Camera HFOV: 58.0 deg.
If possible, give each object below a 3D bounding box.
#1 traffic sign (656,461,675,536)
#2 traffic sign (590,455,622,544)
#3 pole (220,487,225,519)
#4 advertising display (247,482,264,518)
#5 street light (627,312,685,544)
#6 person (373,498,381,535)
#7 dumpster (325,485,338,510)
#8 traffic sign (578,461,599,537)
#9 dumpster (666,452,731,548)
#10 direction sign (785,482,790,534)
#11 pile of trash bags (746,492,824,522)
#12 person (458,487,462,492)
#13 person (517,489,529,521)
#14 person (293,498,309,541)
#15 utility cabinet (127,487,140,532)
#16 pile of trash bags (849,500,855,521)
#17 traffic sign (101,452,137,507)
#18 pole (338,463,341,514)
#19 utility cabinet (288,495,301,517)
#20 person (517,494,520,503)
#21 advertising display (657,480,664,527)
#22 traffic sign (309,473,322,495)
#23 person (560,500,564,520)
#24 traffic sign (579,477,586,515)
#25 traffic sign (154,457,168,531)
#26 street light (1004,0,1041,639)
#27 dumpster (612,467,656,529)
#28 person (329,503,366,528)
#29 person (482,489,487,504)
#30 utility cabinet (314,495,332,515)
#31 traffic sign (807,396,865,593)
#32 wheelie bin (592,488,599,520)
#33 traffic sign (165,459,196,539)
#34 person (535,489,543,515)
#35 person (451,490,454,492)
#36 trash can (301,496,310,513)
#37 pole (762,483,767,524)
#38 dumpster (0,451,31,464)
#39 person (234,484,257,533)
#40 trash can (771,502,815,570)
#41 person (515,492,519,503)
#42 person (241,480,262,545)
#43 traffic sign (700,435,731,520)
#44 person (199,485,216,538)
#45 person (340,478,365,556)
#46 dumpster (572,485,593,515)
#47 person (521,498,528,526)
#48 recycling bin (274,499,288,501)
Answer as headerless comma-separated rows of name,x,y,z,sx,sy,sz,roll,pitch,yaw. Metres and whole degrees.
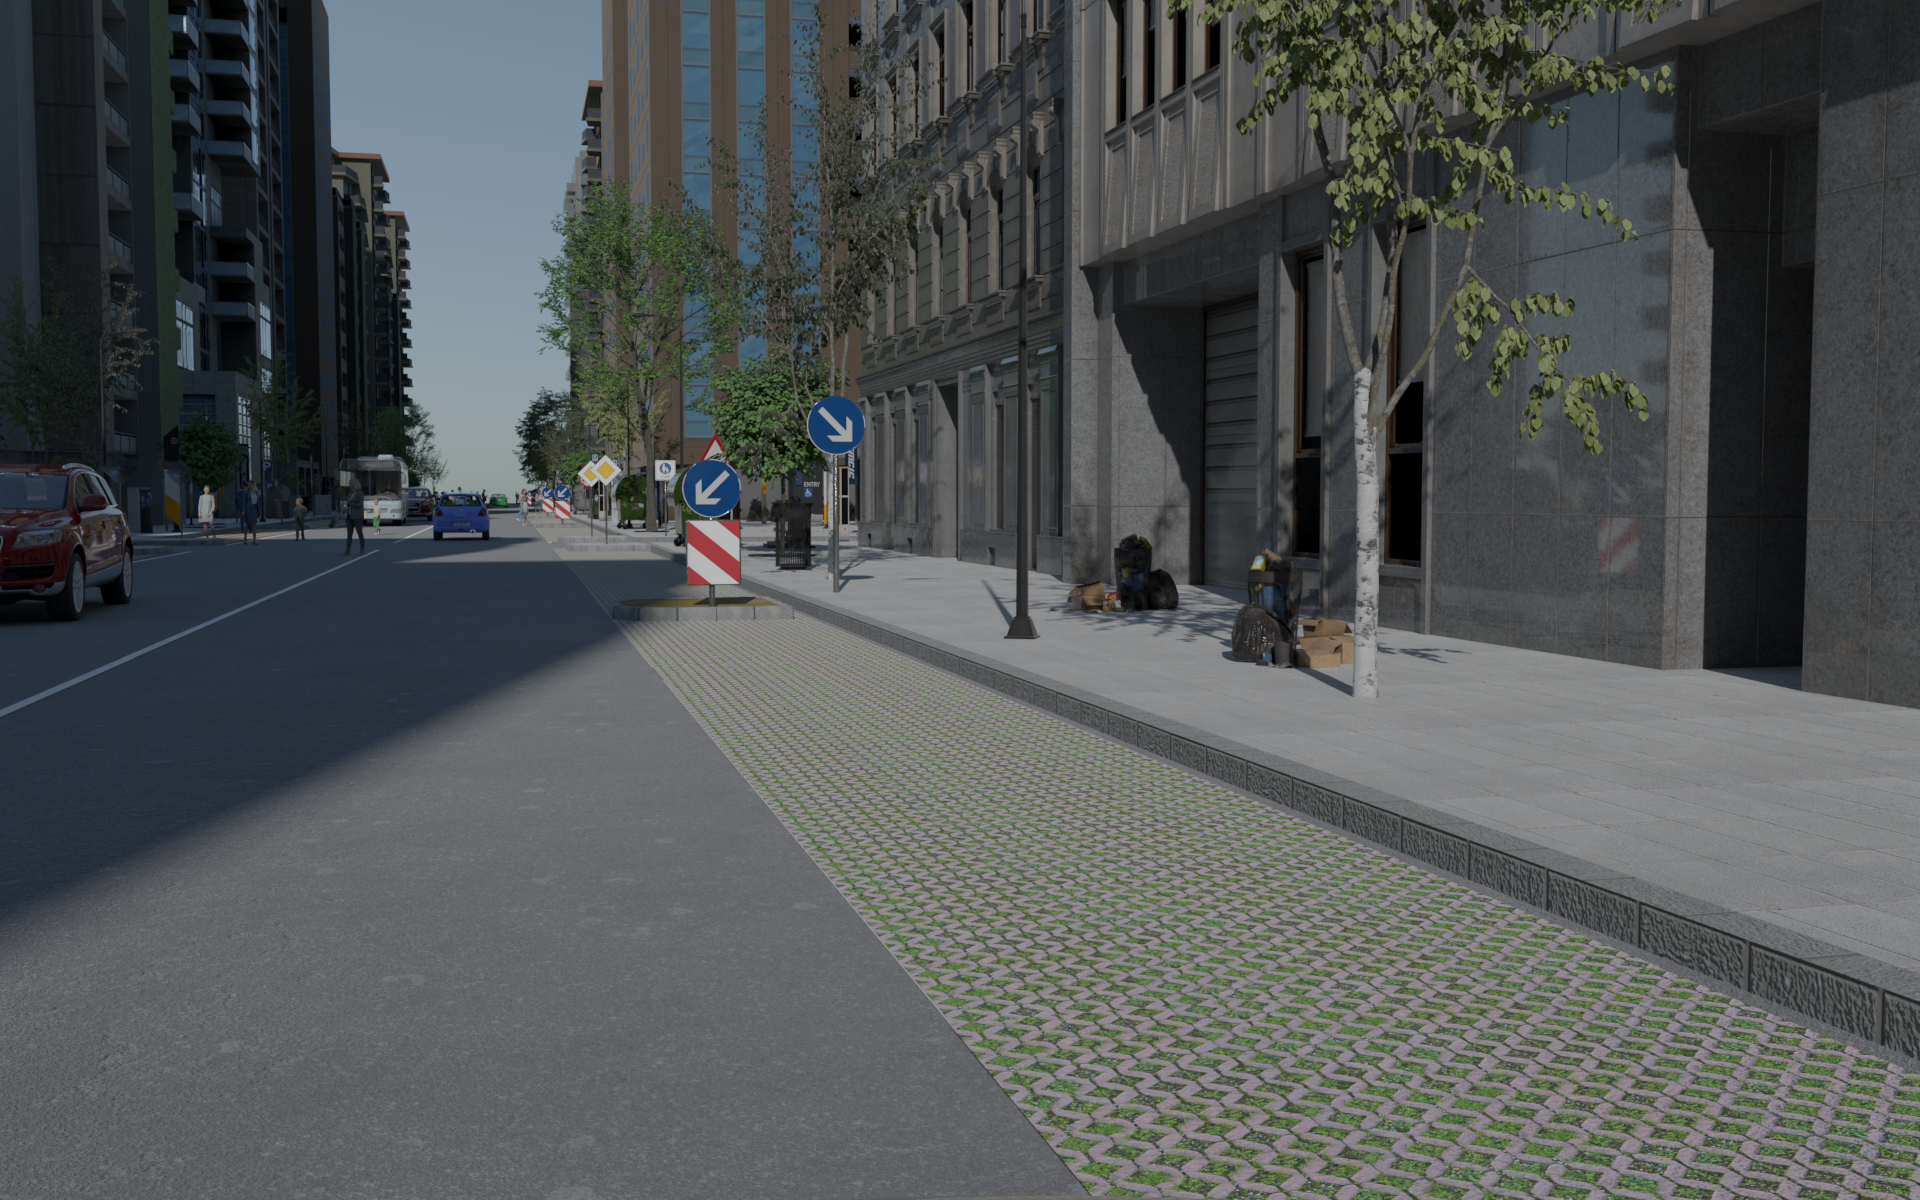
traffic sign,-8.948,-3.089,52.633,0.606,2.300,0.079,-1,4,-14
traffic sign,-9.042,-2.483,44.243,0.795,2.450,0.064,-1,4,-15
pole,-37.646,-5.780,88.347,0.158,3.312,0.155,0,3,0
advertising display,-37.536,-5.325,92.285,0.123,1.923,0.974,2,4,26
street light,-7.708,-4.404,44.542,1.470,5.913,1.316,-1,4,-15
person,-20.395,-2.927,60.611,0.306,1.304,0.590,0,4,2
dumpster,-41.508,-6.685,115.062,1.264,1.857,1.865,-1,4,-14
traffic sign,-11.060,-2.956,51.970,0.795,2.450,0.064,-1,4,-15
dumpster,-6.186,-2.383,41.459,1.502,2.255,1.985,-1,4,-15
direction sign,-5.488,-3.888,55.573,0.379,3.537,0.876,-2,4,-27
pile of trash bags,-8.240,-4.302,80.083,3.447,1.369,1.912,1,4,22
person,-25.068,-4.793,87.055,0.721,1.800,0.419,-2,4,-27
person,-23.376,-5.088,92.529,0.643,1.720,0.563,-1,4,-8
person,-20.273,-2.476,53.249,0.475,1.303,0.640,-1,4,-11
utility cabinet,-27.839,-3.053,58.600,0.318,1.500,1.173,-3,5,-39
pile of trash bags,-5.803,-4.468,82.803,1.912,1.369,3.447,-3,5,-40
traffic sign,-20.073,-2.309,41.393,0.795,2.450,0.064,-1,4,-15
pole,-40.461,-7.288,112.998,0.158,3.312,0.155,0,3,0
utility cabinet,-36.520,-5.136,95.132,1.020,1.237,0.306,3,5,44
person,-70.988,-16.444,278.279,0.530,1.710,0.541,-3,5,-43
advertising display,-11.619,-3.788,67.146,0.123,1.923,0.974,0,4,-1
traffic sign,-39.520,-6.493,106.261,0.768,2.556,0.104,-1,4,-11
person,-21.805,-4.998,94.885,0.362,1.253,0.373,3,5,41
traffic sign,-22.726,-6.422,105.102,0.768,2.556,0.104,-1,4,-13
traffic sign,-27.278,-3.632,59.491,0.768,2.556,0.104,0,4,-6
street light,0.029,-2.605,15.133,1.470,5.913,1.316,-1,4,-15
dumpster,-11.919,-3.725,63.401,1.502,2.255,1.985,-1,4,-15
person,-25.773,-3.922,72.841,1.509,1.804,0.699,-2,4,-27
person,-39.437,-8.290,143.901,0.599,1.838,0.709,-1,4,-13
utility cabinet,-38.928,-5.786,105.766,1.020,1.237,0.306,-3,5,-44
traffic sign,-1.612,-1.370,22.501,0.768,2.556,0.104,-1,4,-14
wheelie bin,-18.174,-4.855,87.285,0.693,1.594,0.980,-1,4,-10
traffic sign,-22.091,-2.782,49.120,0.795,2.450,0.064,-1,4,-15
person,-28.387,-6.575,116.599,0.593,1.750,0.643,-3,4,-36
person,-44.298,-8.735,151.313,0.705,1.824,1.348,-2,4,-28
trash can,-41.204,-5.938,108.737,0.748,1.137,0.748,0,3,0
pole,-8.293,-4.859,73.291,0.158,3.312,0.155,0,3,0
dumpster,-21.682,-2.244,39.186,1.502,2.255,1.985,-1,4,-15
person,-26.136,-3.340,63.292,0.721,1.800,0.419,0,4,3
trash can,-2.821,-1.079,29.300,0.748,1.137,0.748,0,3,0
person,-68.140,-15.727,266.454,0.721,1.723,1.217,1,4,11
person,-20.048,-2.473,48.965,0.581,1.822,0.654,-3,4,-37
traffic sign,-5.360,-2.323,37.993,0.884,2.594,0.081,-1,4,-9
person,-23.361,-2.707,53.767,0.512,1.701,0.522,-1,4,-14
person,-14.099,-1.933,40.286,0.537,1.800,0.526,3,5,40
dumpster,-23.346,-6.216,107.393,1.264,1.857,1.865,-1,4,-15
person,-19.734,-3.997,78.538,0.352,1.250,0.332,0,4,8
recycling bin,-38.512,-5.229,98.049,0.722,1.027,0.722,-3,5,-41
